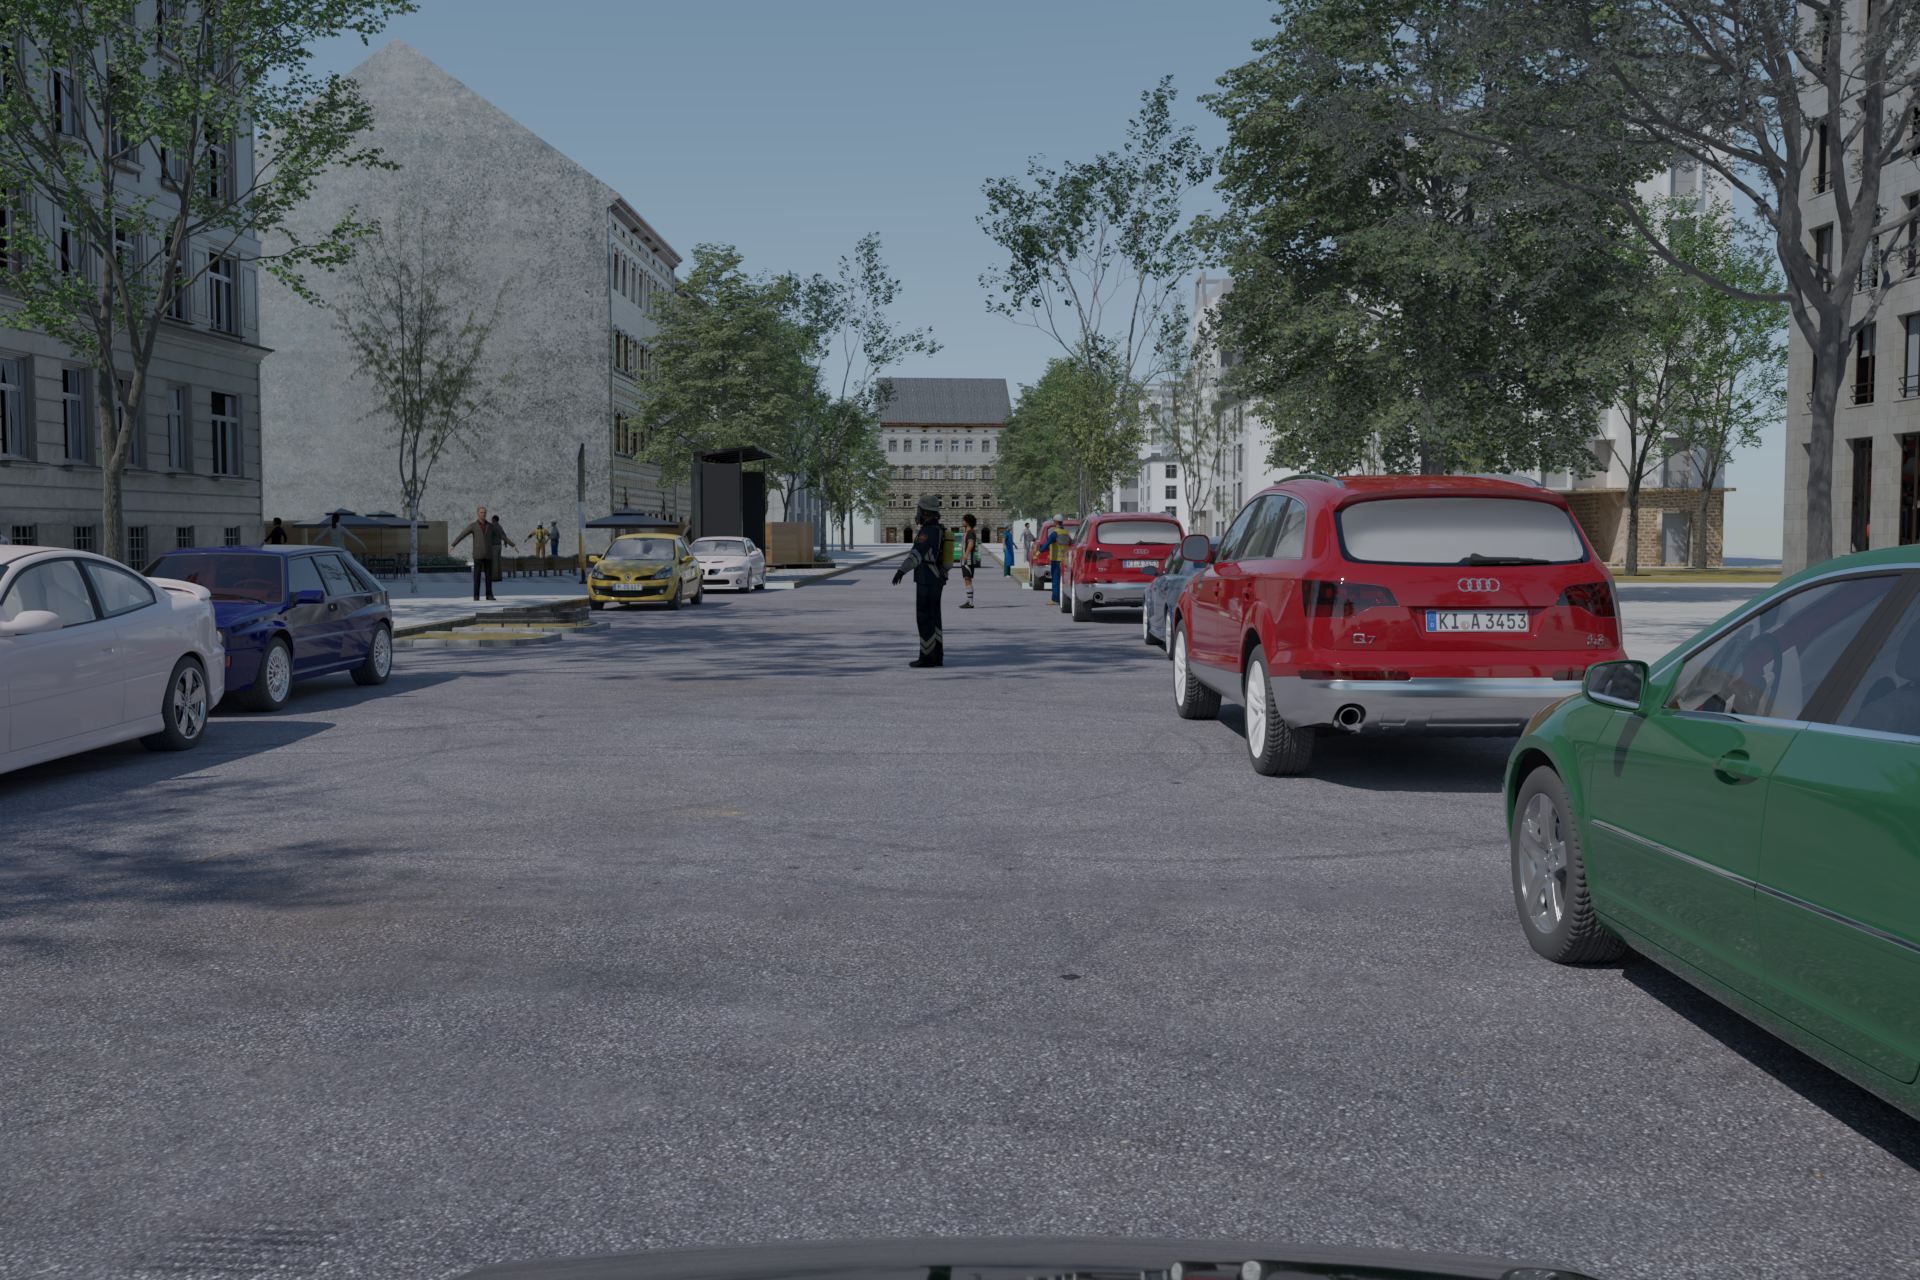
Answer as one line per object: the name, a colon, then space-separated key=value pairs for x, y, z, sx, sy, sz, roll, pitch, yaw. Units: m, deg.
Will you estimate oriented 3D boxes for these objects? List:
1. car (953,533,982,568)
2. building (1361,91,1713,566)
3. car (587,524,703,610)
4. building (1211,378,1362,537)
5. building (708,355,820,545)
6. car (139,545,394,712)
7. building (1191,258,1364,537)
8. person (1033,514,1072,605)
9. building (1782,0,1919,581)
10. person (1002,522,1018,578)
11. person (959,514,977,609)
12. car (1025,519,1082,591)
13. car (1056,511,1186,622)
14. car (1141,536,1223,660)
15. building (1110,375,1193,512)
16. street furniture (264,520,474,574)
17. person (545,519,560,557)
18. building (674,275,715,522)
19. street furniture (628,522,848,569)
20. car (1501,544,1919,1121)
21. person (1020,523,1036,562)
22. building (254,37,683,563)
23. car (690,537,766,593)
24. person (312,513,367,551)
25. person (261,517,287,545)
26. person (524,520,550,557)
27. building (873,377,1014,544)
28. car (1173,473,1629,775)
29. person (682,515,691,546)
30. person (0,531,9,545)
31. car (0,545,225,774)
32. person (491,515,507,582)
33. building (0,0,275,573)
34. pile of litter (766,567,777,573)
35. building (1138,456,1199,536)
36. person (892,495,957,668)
car: x=-0.017 y=-4.024 z=74.586 sx=1.959 sy=1.807 sz=4.718 roll=0 pitch=4 yaw=-1
building: x=24.104 y=-13.700 z=80.423 sx=16.016 sy=20.090 sz=11.380 roll=0 pitch=4 yaw=0
car: x=-6.116 y=-1.446 z=33.867 sx=2.015 sy=1.641 sz=3.980 roll=0 pitch=4 yaw=0
building: x=20.739 y=-9.534 z=98.020 sx=9.099 sy=9.664 sz=28.070 roll=0 pitch=3 yaw=0
building: x=-24.474 y=-19.141 z=179.421 sx=16.747 sy=18.905 sz=31.486 roll=0 pitch=4 yaw=1
car: x=-6.348 y=-0.159 z=15.179 sx=1.945 sy=1.354 sz=3.894 roll=0 pitch=4 yaw=0
building: x=22.053 y=-16.471 z=125.728 sx=16.016 sy=20.090 sz=11.380 roll=0 pitch=4 yaw=0
person: x=1.965 y=-1.626 z=35.009 sx=0.705 sy=1.833 sz=1.349 roll=3 pitch=5 yaw=40
building: x=24.953 y=-10.936 z=32.688 sx=10.420 sy=20.400 sz=16.860 roll=0 pitch=4 yaw=0
person: x=1.599 y=-2.936 z=56.583 sx=0.704 sy=1.817 sz=1.347 roll=1 pitch=4 yaw=19
person: x=0.136 y=-1.516 z=33.390 sx=0.704 sy=1.843 sz=1.345 roll=0 pitch=4 yaw=-2
car: x=2.860 y=-2.245 z=45.373 sx=2.281 sy=1.827 sz=5.304 roll=0 pitch=4 yaw=1
car: x=2.837 y=-1.291 z=29.776 sx=2.281 sy=1.827 sz=5.304 roll=0 pitch=4 yaw=0
car: x=3.238 y=-0.546 z=20.923 sx=2.014 sy=1.417 sz=4.499 roll=0 pitch=4 yaw=1
building: x=23.585 y=-21.866 z=213.933 sx=16.016 sy=20.090 sz=11.380 roll=0 pitch=3 yaw=0
street furniture: x=-21.109 y=-3.065 z=56.967 sx=11.010 sy=1.723 sz=9.812 roll=3 pitch=5 yaw=42
person: x=-15.297 y=-3.630 z=65.203 sx=0.705 sy=1.847 sz=1.347 roll=0 pitch=4 yaw=6
building: x=-26.251 y=-16.881 z=106.935 sx=19.493 sy=23.208 sz=18.063 roll=0 pitch=4 yaw=1
street furniture: x=-8.423 y=-3.616 z=65.984 sx=9.812 sy=1.723 sz=11.010 roll=-3 pitch=5 yaw=-41
car: x=2.872 y=0.451 z=4.418 sx=2.131 sy=1.459 sz=4.920 roll=0 pitch=4 yaw=0
person: x=3.085 y=-4.445 z=78.869 sx=0.705 sy=1.806 sz=1.347 roll=3 pitch=4 yaw=37
building: x=-24.908 y=-15.618 z=86.279 sx=19.493 sy=23.208 sz=18.063 roll=0 pitch=4 yaw=0
car: x=-5.970 y=-1.894 z=43.330 sx=2.083 sy=1.381 sz=4.827 roll=0 pitch=4 yaw=1
person: x=-13.418 y=-1.868 z=37.378 sx=1.217 sy=1.735 sz=0.721 roll=0 pitch=4 yaw=-2
person: x=-18.716 y=-2.481 z=47.282 sx=0.721 sy=1.740 sz=1.216 roll=1 pitch=4 yaw=10
person: x=-17.485 y=-4.062 z=72.183 sx=1.354 sy=1.858 sz=0.705 roll=0 pitch=4 yaw=-8
building: x=-2.625 y=-24.993 z=242.022 sx=18.063 sy=23.208 sz=19.493 roll=0 pitch=4 yaw=-5
car: x=2.735 y=-0.193 z=11.835 sx=2.281 sy=1.827 sz=5.304 roll=0 pitch=4 yaw=-1
person: x=-7.762 y=-2.647 z=49.404 sx=0.705 sy=1.813 sz=1.348 roll=1 pitch=4 yaw=13
person: x=-19.319 y=-1.556 z=34.670 sx=0.799 sy=1.438 sz=0.628 roll=2 pitch=4 yaw=26
car: x=-6.019 y=0.135 z=10.150 sx=2.083 sy=1.381 sz=4.827 roll=0 pitch=4 yaw=0
person: x=-12.523 y=-2.471 z=46.670 sx=0.705 sy=1.796 sz=1.348 roll=1 pitch=4 yaw=16
building: x=-28.381 y=-12.555 z=37.302 sx=16.112 sy=23.069 sz=30.059 roll=0 pitch=4 yaw=1
pile of litter: x=-6.711 y=-2.690 z=57.941 sx=1.176 sy=0.858 sz=1.719 roll=0 pitch=4 yaw=-1
building: x=25.038 y=-14.927 z=186.199 sx=9.099 sy=9.664 sz=28.070 roll=0 pitch=4 yaw=0
person: x=-0.357 y=-0.640 z=18.701 sx=0.705 sy=1.856 sz=1.354 roll=1 pitch=4 yaw=22
